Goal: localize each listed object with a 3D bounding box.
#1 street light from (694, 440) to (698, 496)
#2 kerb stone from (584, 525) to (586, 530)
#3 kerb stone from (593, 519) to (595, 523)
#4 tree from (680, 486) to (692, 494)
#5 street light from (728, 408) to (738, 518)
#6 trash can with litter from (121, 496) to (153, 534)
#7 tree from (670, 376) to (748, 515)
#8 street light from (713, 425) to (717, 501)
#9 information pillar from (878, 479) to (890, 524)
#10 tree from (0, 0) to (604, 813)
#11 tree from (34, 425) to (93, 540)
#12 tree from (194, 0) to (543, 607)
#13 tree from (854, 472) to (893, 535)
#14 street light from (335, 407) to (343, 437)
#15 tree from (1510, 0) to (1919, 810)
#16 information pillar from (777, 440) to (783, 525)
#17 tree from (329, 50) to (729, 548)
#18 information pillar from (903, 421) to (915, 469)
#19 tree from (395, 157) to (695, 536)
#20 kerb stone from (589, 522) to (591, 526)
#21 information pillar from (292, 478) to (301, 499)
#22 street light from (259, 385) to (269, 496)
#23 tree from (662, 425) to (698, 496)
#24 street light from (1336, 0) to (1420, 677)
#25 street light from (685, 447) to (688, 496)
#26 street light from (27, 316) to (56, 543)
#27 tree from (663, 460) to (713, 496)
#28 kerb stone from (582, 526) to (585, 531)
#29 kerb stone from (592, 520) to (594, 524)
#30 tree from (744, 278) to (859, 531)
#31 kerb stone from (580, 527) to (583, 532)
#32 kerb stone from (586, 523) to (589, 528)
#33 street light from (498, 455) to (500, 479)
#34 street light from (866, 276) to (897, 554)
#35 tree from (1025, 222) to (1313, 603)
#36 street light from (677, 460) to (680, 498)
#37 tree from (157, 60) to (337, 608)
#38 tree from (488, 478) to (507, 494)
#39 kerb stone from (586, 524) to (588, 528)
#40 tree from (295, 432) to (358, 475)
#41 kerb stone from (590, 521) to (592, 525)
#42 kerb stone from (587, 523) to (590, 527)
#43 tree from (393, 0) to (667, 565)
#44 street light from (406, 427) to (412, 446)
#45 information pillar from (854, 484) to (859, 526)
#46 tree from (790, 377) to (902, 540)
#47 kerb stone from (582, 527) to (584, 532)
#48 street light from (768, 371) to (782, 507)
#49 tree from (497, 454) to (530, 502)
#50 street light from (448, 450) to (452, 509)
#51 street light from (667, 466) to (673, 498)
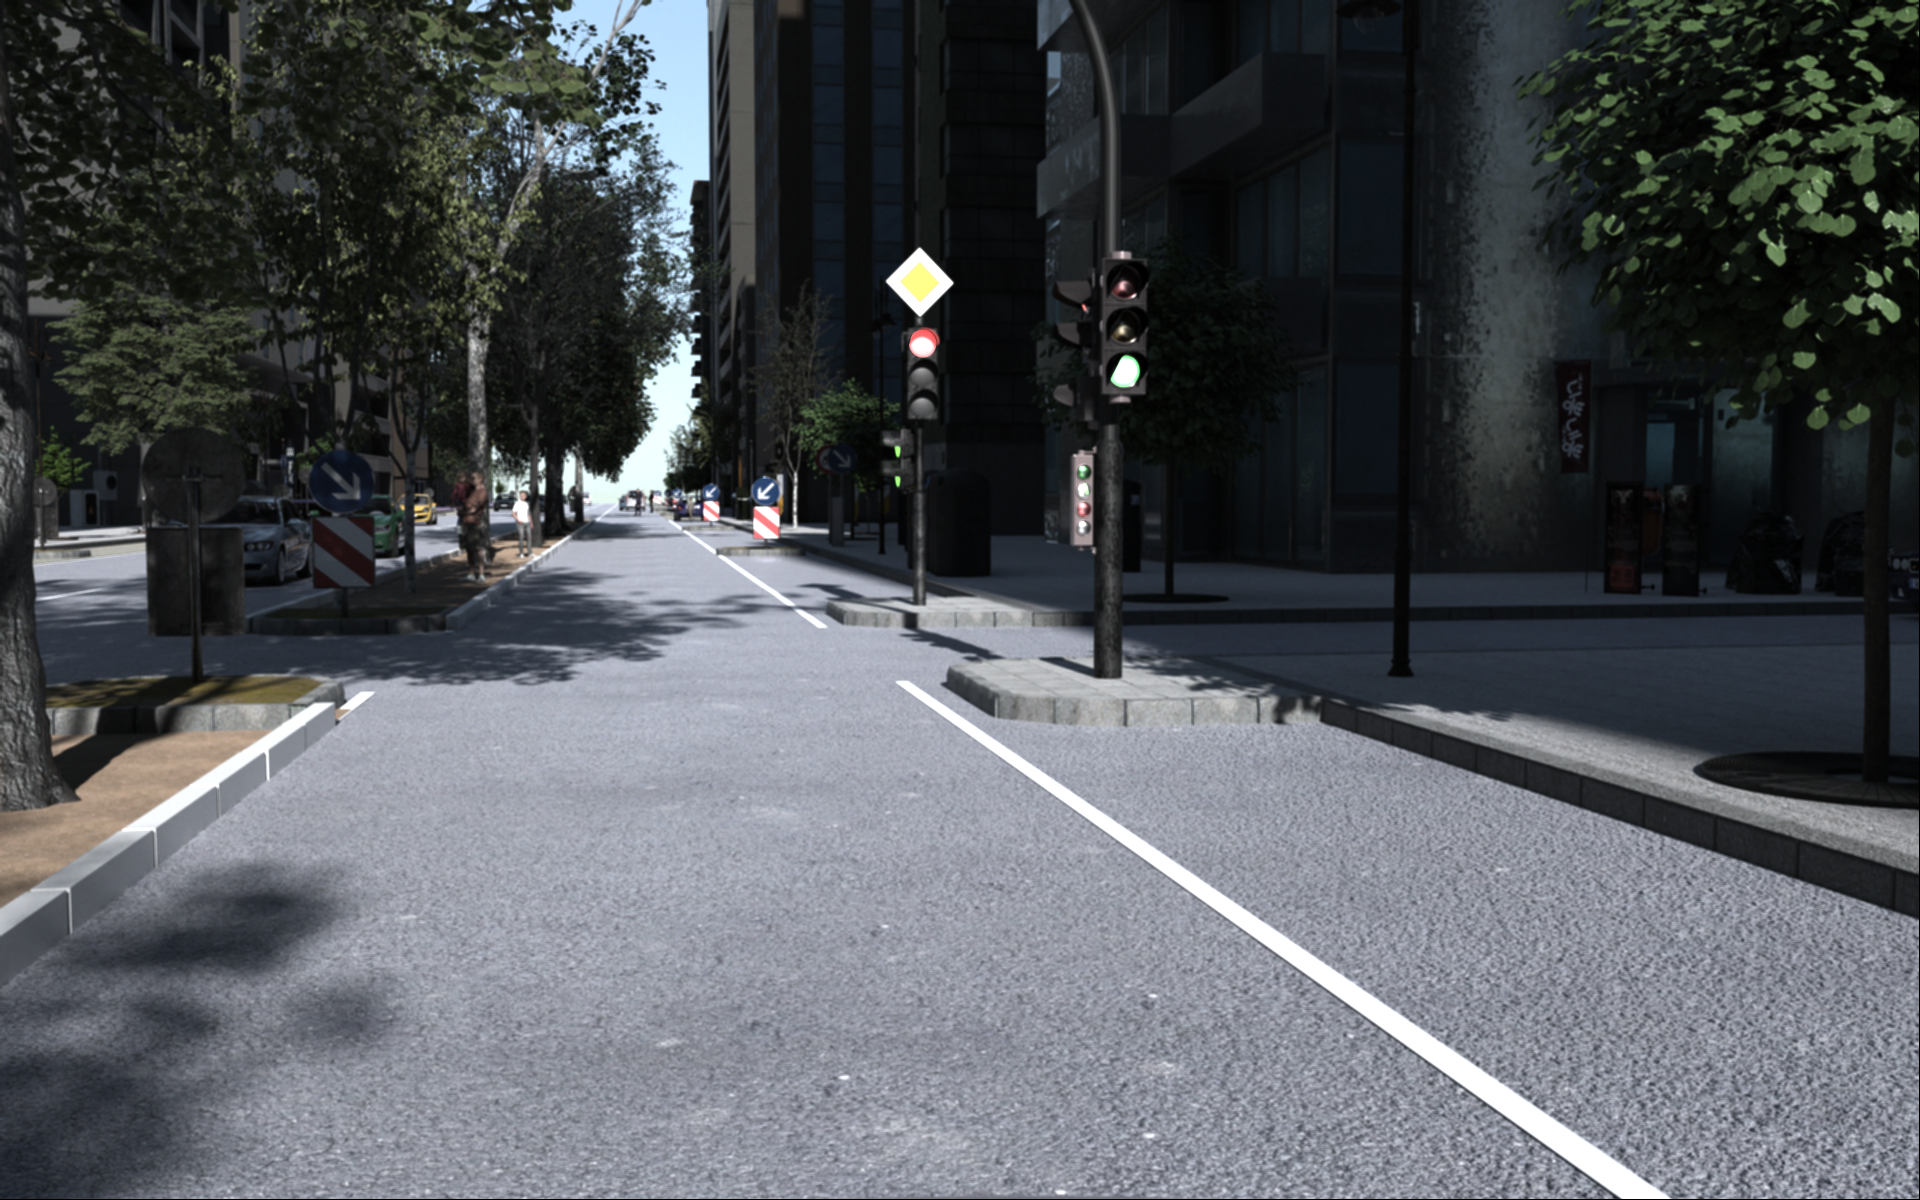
[{"bbox_3d":[-21.340,-10.267,140.645,0.468,5.910,1.993,-1,4,-11],"label":"street light"},{"bbox_3d":[-14.430,-2.684,66.074,0.120,0.150,1.000,-1,4,-11],"label":"kerb stone"},{"bbox_3d":[-17.299,-3.608,81.187,0.120,0.150,1.000,-1,4,-11],"label":"kerb stone"},{"bbox_3d":[-31.567,-12.590,200.454,1.663,3.219,1.824,0,3,0],"label":"tree"},{"bbox_3d":[-12.183,-7.354,93.019,0.468,5.910,1.993,-1,4,-11],"label":"street light"},{"bbox_3d":[-26.771,-2.789,56.657,1.678,1.210,2.233,-1,4,-12],"label":"trash can with litter"},{"bbox_3d":[-14.859,-9.563,106.716,4.737,8.622,4.395,0,3,0],"label":"tree"},{"bbox_3d":[-15.889,-8.527,112.208,0.468,5.910,1.993,-1,4,-11],"label":"street light"},{"bbox_3d":[-3.216,-5.011,73.278,0.504,3.616,0.183,-2,4,-28],"label":"information pillar"},{"bbox_3d":[-4.179,-5.295,7.158,7.486,12.596,7.792,0,3,0],"label":"tree"},{"bbox_3d":[-25.402,-3.302,48.587,1.663,3.219,1.824,0,3,0],"label":"tree"},{"bbox_3d":[-7.993,-4.409,24.903,4.737,8.622,4.395,0,3,0],"label":"tree"},{"bbox_3d":[-2.868,-3.692,54.964,1.663,3.219,1.824,0,3,0],"label":"tree"},{"bbox_3d":[-32.897,-7.284,91.887,0.468,5.910,1.993,-1,4,-11],"label":"street light"},{"bbox_3d":[4.162,-1.460,7.587,4.285,4.588,4.351,0,3,0],"label":"tree"},{"bbox_3d":[-7.538,-4.950,72.287,0.183,3.616,0.504,1,4,22],"label":"information pillar"},{"bbox_3d":[-11.351,-8.135,45.842,12.009,13.543,11.850,0,3,0],"label":"tree"},{"bbox_3d":[-1.598,-3.894,55.018,0.504,3.616,0.183,0,4,5],"label":"information pillar"},{"bbox_3d":[-13.813,-8.489,58.264,9.611,12.733,9.660,0,3,0],"label":"tree"},{"bbox_3d":[-15.766,-3.115,73.124,0.120,0.150,1.000,-1,4,-11],"label":"kerb stone"},{"bbox_3d":[-30.604,-4.613,79.916,0.304,2.012,0.304,2,4,31],"label":"information pillar"},{"bbox_3d":[-29.364,-6.143,73.228,0.468,5.910,1.993,-1,4,-11],"label":"street light"},{"bbox_3d":[-28.907,-14.091,180.752,4.360,8.622,3.978,0,3,0],"label":"tree"},{"bbox_3d":[3.111,-2.401,12.049,0.468,5.910,1.993,-1,4,-11],"label":"street light"},{"bbox_3d":[-26.662,-11.997,168.945,0.468,5.910,1.993,-1,4,-11],"label":"street light"},{"bbox_3d":[-23.998,-4.426,45.152,0.468,5.910,1.993,-1,4,-11],"label":"street light"},{"bbox_3d":[-24.210,-10.743,159.355,4.285,4.588,4.351,0,3,0],"label":"tree"},{"bbox_3d":[-14.047,-2.558,64.061,0.120,0.150,1.000,-1,4,-11],"label":"kerb stone"},{"bbox_3d":[-16.726,-3.418,78.170,0.120,0.150,1.000,-1,4,-11],"label":"kerb stone"},{"bbox_3d":[-5.634,-6.714,60.130,4.360,8.622,3.978,0,3,0],"label":"tree"},{"bbox_3d":[-13.664,-2.437,62.033,0.120,0.150,1.000,-1,4,-11],"label":"kerb stone"},{"bbox_3d":[-15.196,-2.925,70.111,0.120,0.150,1.000,-1,4,-11],"label":"kerb stone"},{"bbox_3d":[-53.910,-14.047,202.455,0.468,5.910,1.993,-1,4,-11],"label":"street light"},{"bbox_3d":[-1.667,-3.917,36.825,0.468,5.910,1.993,-1,4,-11],"label":"street light"},{"bbox_3d":[2.614,-2.273,20.877,4.285,4.588,4.351,0,3,0],"label":"tree"},{"bbox_3d":[-31.449,-13.518,193.799,0.468,5.910,1.993,-1,4,-11],"label":"street light"},{"bbox_3d":[-7.101,-4.084,19.585,4.737,8.622,4.395,0,3,0],"label":"tree"},{"bbox_3d":[-55.666,-13.127,209.219,1.663,3.219,1.824,0,3,0],"label":"tree"},{"bbox_3d":[-15.011,-2.860,69.095,0.120,0.150,1.000,-1,4,-11],"label":"kerb stone"},{"bbox_3d":[-32.131,-6.413,88.572,4.285,4.588,4.351,0,3,0],"label":"tree"},{"bbox_3d":[-16.151,-3.238,75.133,0.120,0.150,1.000,-1,4,-11],"label":"kerb stone"},{"bbox_3d":[-15.381,-2.992,71.116,0.120,0.150,1.000,-1,4,-11],"label":"kerb stone"},{"bbox_3d":[-8.298,-10.719,33.609,12.611,20.169,13.585,0,3,0],"label":"tree"},{"bbox_3d":[-38.230,-9.008,120.071,0.468,5.910,1.993,-1,4,-11],"label":"street light"},{"bbox_3d":[-4.146,-4.766,69.282,0.183,3.616,0.504,1,4,13],"label":"information pillar"},{"bbox_3d":[-3.100,-3.966,48.556,4.285,4.588,4.351,0,3,0],"label":"tree"},{"bbox_3d":[-13.856,-2.499,63.046,0.120,0.150,1.000,-1,4,-11],"label":"kerb stone"},{"bbox_3d":[-6.909,-5.635,64.925,0.468,5.910,1.993,-1,4,-11],"label":"street light"},{"bbox_3d":[-61.423,-17.768,240.874,4.360,8.622,3.978,0,3,0],"label":"tree"},{"bbox_3d":[-43.609,-10.739,148.370,0.468,5.910,1.993,-1,4,-11],"label":"street light"},{"bbox_3d":[-42.112,-16.953,249.966,0.468,5.910,1.993,-1,4,-11],"label":"street light"}]
